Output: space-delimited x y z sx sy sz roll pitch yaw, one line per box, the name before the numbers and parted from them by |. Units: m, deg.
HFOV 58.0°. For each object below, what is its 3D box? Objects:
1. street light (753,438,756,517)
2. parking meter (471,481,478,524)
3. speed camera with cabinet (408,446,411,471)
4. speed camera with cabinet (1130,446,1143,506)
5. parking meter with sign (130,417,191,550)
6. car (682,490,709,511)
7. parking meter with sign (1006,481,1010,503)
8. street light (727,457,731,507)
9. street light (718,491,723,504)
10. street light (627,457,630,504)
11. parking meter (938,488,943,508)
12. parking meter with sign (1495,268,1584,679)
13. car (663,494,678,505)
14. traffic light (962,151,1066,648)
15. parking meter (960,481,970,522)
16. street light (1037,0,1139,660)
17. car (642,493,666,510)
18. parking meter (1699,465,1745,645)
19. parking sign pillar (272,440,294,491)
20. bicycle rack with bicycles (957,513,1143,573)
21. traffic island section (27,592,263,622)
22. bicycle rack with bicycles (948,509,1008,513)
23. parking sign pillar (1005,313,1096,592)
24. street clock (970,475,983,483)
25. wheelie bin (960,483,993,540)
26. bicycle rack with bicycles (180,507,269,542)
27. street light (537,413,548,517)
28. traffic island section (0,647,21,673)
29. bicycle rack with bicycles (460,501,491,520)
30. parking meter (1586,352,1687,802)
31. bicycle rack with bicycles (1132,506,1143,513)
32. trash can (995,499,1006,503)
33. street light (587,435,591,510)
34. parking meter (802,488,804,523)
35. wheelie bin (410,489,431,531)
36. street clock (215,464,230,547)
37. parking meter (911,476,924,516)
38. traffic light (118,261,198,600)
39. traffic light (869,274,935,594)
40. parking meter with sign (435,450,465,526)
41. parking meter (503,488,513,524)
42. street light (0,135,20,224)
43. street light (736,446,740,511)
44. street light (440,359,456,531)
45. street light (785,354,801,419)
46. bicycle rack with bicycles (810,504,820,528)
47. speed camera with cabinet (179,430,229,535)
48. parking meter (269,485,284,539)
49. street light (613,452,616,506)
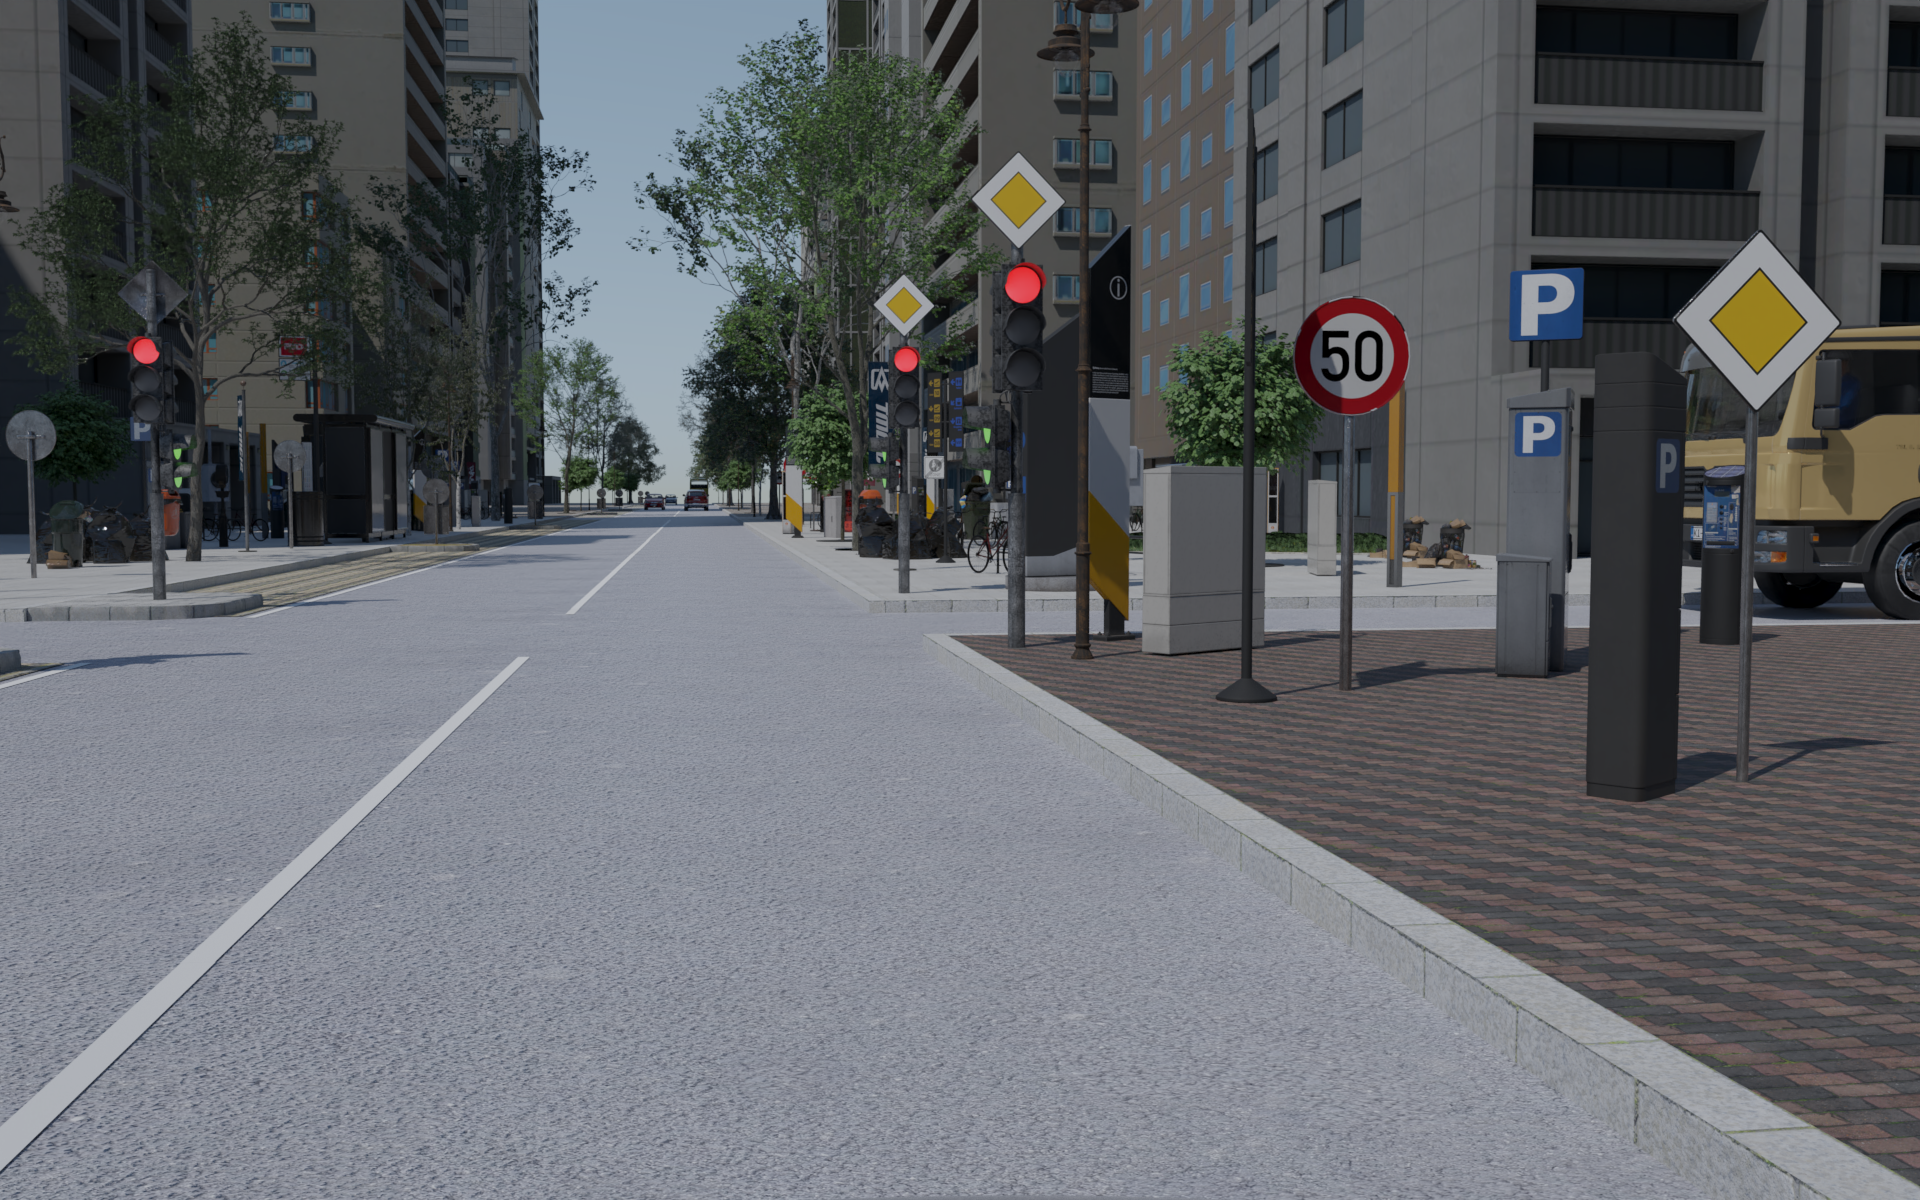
street light | -11.457 -7.555 96.307 0.468 5.910 1.993 -1 4 -9
parking meter | -20.829 -4.198 74.346 0.255 1.863 0.399 0 4 -3
speed camera with cabinet | -23.032 -4.780 72.492 0.660 3.252 2.038 0 4 -4
speed camera with cabinet | 3.774 -2.411 33.753 2.038 3.252 0.660 -1 4 -20
parking meter with sign | -18.344 -2.671 39.937 0.543 3.016 1.738 0 4 5
car | -22.578 -8.533 148.180 2.281 1.827 5.304 -1 4 -10
parking meter with sign | 2.190 -4.820 75.064 0.543 3.016 1.738 0 4 6
street light | -22.822 -12.142 171.308 0.468 5.910 1.993 -1 4 -9
street light | -35.339 -17.169 253.493 0.468 5.910 1.993 -1 4 -9
street light | -41.526 -14.945 217.131 0.468 5.910 1.993 -1 4 -9
parking meter | -0.890 -3.977 73.443 0.372 1.533 0.369 0 3 0
parking meter with sign | 4.251 -1.010 12.770 0.543 3.016 1.738 1 4 22
car | -38.626 -13.407 231.199 2.014 1.417 4.499 -1 4 -9
traffic light | 0.454 -1.557 14.382 0.839 4.253 0.868 -1 4 -9
parking meter | 0.232 -4.238 75.008 0.399 1.863 0.255 1 4 10
street light | 0.955 -2.479 13.321 0.468 5.910 1.993 -1 4 -9
car | -27.651 -9.040 156.846 2.155 1.783 4.494 0 4 -7
parking meter | 6.561 -0.394 14.850 0.372 1.533 0.369 0 3 0
parking sign pillar | -33.762 -5.989 86.393 1.447 3.967 1.447 1 4 8
bicycle rack with bicycles | 1.769 -0.860 27.450 2.852 0.926 2.925 -2 4 -28
traffic island section | -9.739 0.076 21.040 2.009 0.180 2.903 -1 4 -9
bicycle rack with bicycles | 0.631 -1.718 41.464 2.852 0.926 2.925 -1 4 -14
parking sign pillar | 1.330 -2.130 23.297 1.447 3.967 1.447 -2 4 -31
street clock | 0.629 -3.739 65.703 0.471 2.002 0.358 0 4 -7
wheelie bin | 0.497 -2.493 48.675 0.980 1.594 0.693 -2 4 -29
bicycle rack with bicycles | -20.437 -2.023 46.452 2.925 0.926 2.852 2 4 29
street light | -23.405 -7.608 97.185 0.468 5.910 1.993 -1 4 -9
traffic island section | -8.544 0.559 13.144 2.009 0.180 2.903 -1 4 -9
bicycle rack with bicycles | -24.429 -4.480 86.636 2.925 0.926 2.852 -3 4 -36
parking meter | 2.875 -0.101 7.357 0.399 1.863 0.255 -3 5 -44
bicycle rack with bicycles | 7.172 -2.666 56.966 2.852 0.926 2.925 1 4 17
trash can | 1.419 -2.527 52.970 0.748 1.137 0.748 0 3 0
street light | -29.114 -9.973 135.853 0.468 5.910 1.993 -1 4 -9
parking meter | -6.780 -3.962 73.192 0.372 1.533 0.369 0 3 0
wheelie bin | -18.944 -3.227 60.666 0.980 1.594 0.693 3 5 42
street clock | -17.843 -2.284 41.916 0.358 2.002 0.471 -1 4 -15
parking meter | -1.327 -2.986 54.526 0.255 1.863 0.399 -2 4 -35
traffic light | -9.698 -1.957 20.911 0.839 4.253 0.868 -1 4 -9
traffic light | -0.741 -2.040 22.278 0.839 4.253 0.868 -1 4 -9
parking meter with sign | -20.277 -4.432 68.729 0.543 3.016 1.738 0 4 -1
parking meter | -19.550 -4.068 74.921 0.372 1.533 0.369 0 3 0
street light | -11.817 -2.942 20.889 0.468 5.910 1.993 -1 4 -9
street light | -16.966 -9.774 132.596 0.468 5.910 1.993 -1 4 -9
street light | -17.522 -5.301 59.454 0.468 5.910 1.993 -1 4 -9
street light | -5.512 -5.161 57.174 0.468 5.910 1.993 -1 4 -9
bicycle rack with bicycles | -4.303 -3.185 65.459 2.852 0.926 2.925 1 4 19
speed camera with cabinet | -23.305 -3.564 52.612 0.660 3.252 2.038 3 4 36
parking meter | -19.721 -2.544 50.005 0.372 1.533 0.369 0 3 0
street light | -35.659 -12.598 178.758 0.468 5.910 1.993 -1 4 -9
